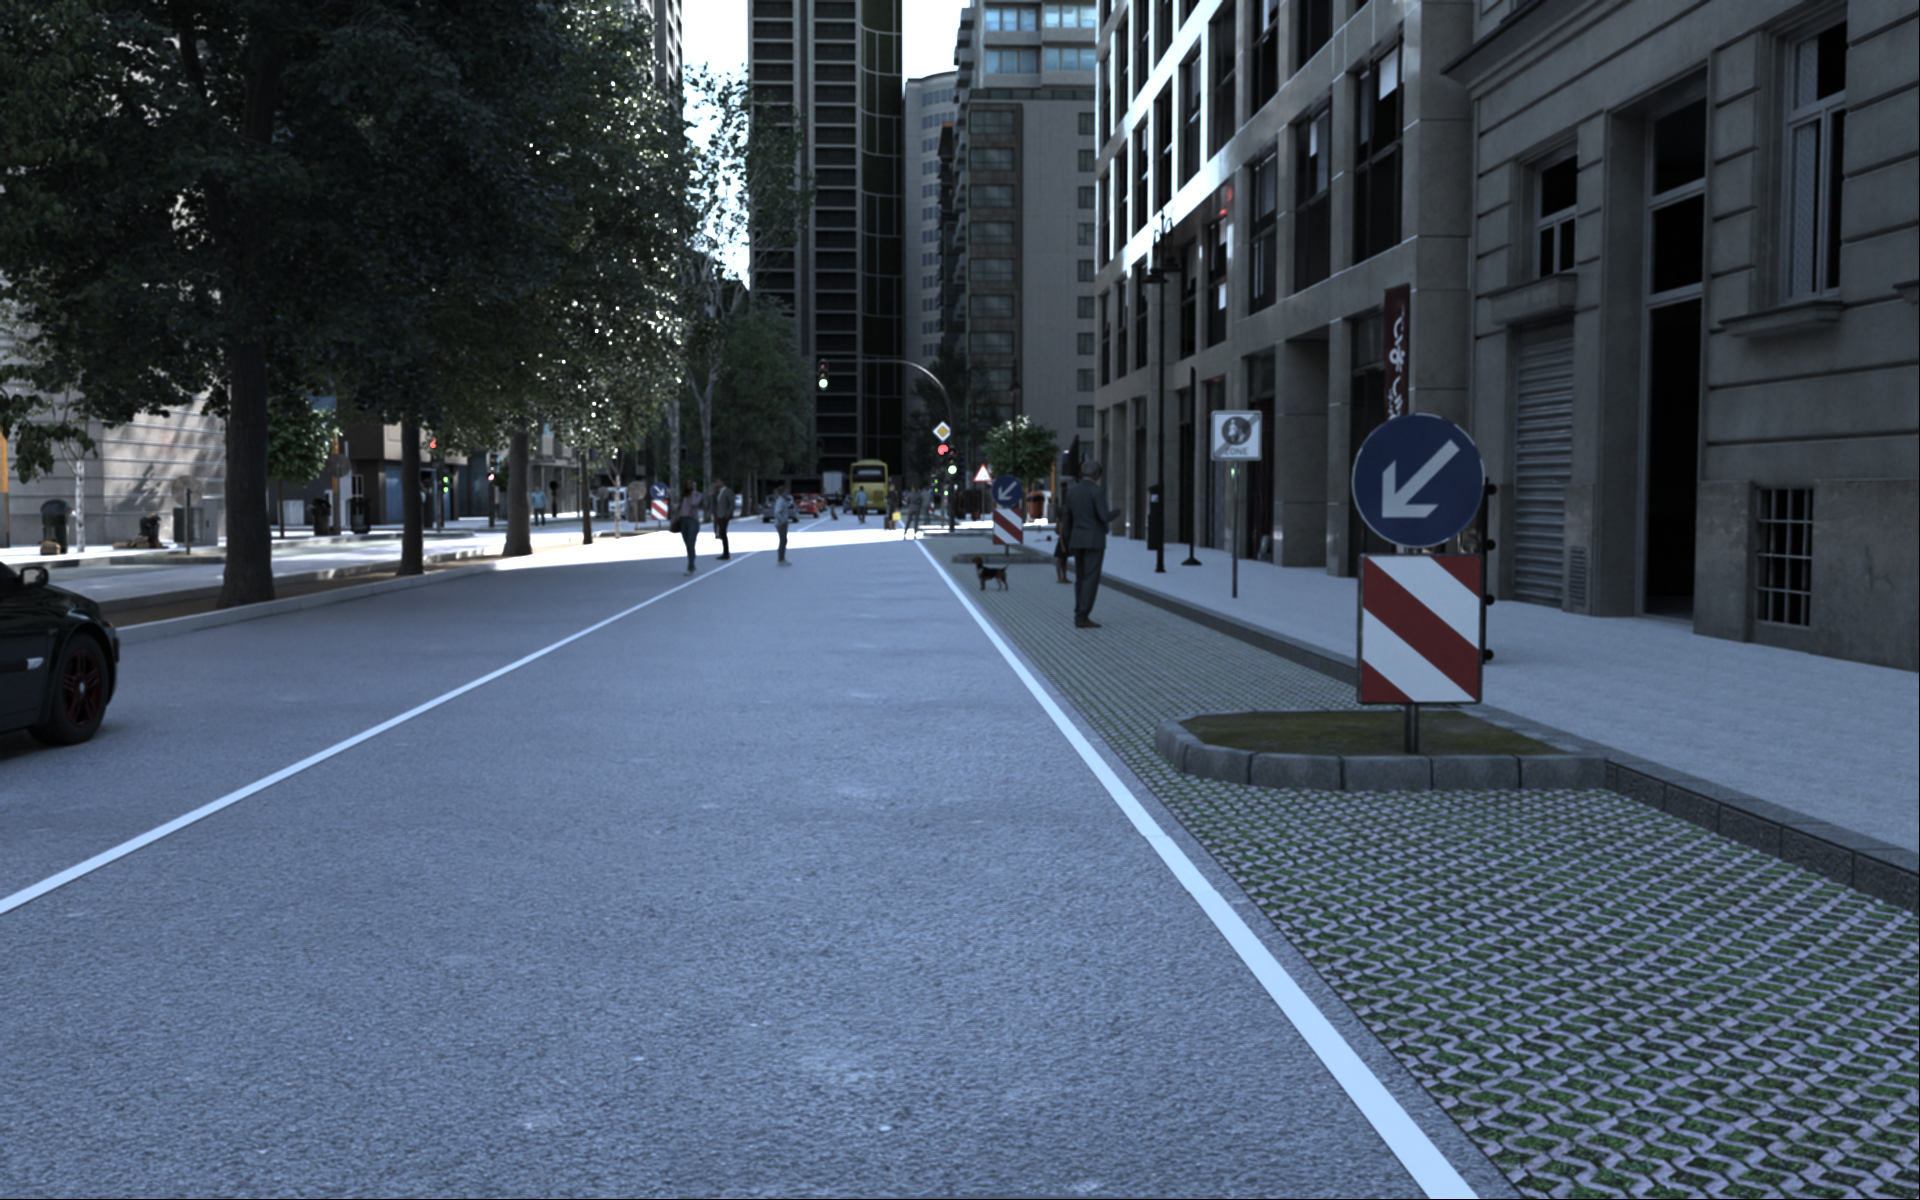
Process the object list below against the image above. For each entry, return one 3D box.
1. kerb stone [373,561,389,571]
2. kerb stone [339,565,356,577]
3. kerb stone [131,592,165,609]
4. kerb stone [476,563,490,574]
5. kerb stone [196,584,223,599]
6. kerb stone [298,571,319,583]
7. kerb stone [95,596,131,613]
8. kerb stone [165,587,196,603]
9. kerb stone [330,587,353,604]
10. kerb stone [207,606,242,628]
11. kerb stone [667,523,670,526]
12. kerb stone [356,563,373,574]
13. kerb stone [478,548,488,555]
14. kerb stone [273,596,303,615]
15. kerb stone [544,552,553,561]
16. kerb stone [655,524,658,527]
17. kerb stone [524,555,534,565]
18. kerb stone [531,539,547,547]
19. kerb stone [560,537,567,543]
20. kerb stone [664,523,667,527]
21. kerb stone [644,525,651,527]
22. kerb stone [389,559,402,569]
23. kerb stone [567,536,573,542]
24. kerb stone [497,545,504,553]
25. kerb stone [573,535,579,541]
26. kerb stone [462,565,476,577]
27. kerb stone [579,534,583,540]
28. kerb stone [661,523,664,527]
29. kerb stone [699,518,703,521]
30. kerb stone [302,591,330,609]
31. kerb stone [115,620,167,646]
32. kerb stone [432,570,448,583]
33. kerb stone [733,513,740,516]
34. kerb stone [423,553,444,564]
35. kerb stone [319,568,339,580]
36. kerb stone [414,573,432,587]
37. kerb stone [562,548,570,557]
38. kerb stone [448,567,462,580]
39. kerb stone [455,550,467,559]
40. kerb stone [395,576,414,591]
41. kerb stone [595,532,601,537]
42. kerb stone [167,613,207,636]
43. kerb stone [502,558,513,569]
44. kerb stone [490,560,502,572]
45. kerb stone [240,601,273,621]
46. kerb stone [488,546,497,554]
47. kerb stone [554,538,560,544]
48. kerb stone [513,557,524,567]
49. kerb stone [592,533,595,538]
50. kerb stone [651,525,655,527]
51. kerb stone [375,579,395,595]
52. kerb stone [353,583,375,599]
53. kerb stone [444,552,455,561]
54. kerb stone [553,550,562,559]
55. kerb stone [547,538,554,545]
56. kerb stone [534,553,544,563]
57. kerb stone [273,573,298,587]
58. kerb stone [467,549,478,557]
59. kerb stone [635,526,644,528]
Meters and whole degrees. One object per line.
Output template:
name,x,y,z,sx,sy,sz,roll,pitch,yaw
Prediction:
kerb stone,-10.856,-0.610,32.169,0.120,0.150,1.000,0,4,-3
kerb stone,-10.761,-0.485,30.125,0.120,0.150,1.000,0,4,-3
kerb stone,-10.364,0.018,21.927,0.120,0.150,1.000,0,4,-3
kerb stone,-8.703,-0.553,31.231,0.120,0.150,1.000,0,4,-3
kerb stone,-10.458,-0.109,23.974,0.120,0.150,1.000,0,4,-3
kerb stone,-10.660,-0.359,28.069,0.120,0.150,1.000,0,4,-3
kerb stone,-10.319,0.079,20.902,0.120,0.150,1.000,0,4,-3
kerb stone,-10.416,-0.046,22.953,0.120,0.150,1.000,0,4,-3
kerb stone,-8.311,-0.050,23.015,0.120,0.150,1.000,0,4,-3
kerb stone,-8.114,0.204,18.917,0.120,0.150,1.000,0,4,-3
kerb stone,-12.915,-3.273,75.706,0.120,0.150,1.000,0,4,-3
kerb stone,-10.815,-0.547,31.145,0.120,0.150,1.000,0,4,-3
kerb stone,-11.232,-1.102,40.358,0.120,0.150,1.000,0,4,-3
kerb stone,-8.215,0.075,20.965,0.120,0.150,1.000,0,4,-3
kerb stone,-8.999,-0.925,37.372,0.120,0.150,1.000,0,4,-3
kerb stone,-12.713,-3.021,71.596,0.120,0.150,1.000,0,4,-3
kerb stone,-8.898,-0.797,35.327,0.120,0.150,1.000,0,4,-3
kerb stone,-11.576,-1.548,47.540,0.120,0.150,1.000,0,4,-3
kerb stone,-11.728,-1.736,50.629,0.120,0.150,1.000,0,4,-3
kerb stone,-12.869,-3.205,74.681,0.120,0.150,1.000,0,4,-3
kerb stone,-12.618,-2.897,69.554,0.120,0.150,1.000,0,4,-3
kerb stone,-10.908,-0.673,33.192,0.120,0.150,1.000,0,4,-3
kerb stone,-11.780,-1.801,51.649,0.120,0.150,1.000,0,4,-3
kerb stone,-11.331,-1.236,42.401,0.120,0.150,1.000,0,4,-3
kerb stone,-11.817,-1.864,52.671,0.120,0.150,1.000,0,4,-3
kerb stone,-8.660,-0.489,30.199,0.120,0.150,1.000,0,4,-3
kerb stone,-11.864,-1.927,53.701,0.120,0.150,1.000,0,4,-3
kerb stone,-12.819,-3.147,73.642,0.120,0.150,1.000,0,4,-3
kerb stone,-13.690,-4.274,92.072,0.120,0.150,1.000,0,4,-3
kerb stone,-8.259,0.012,21.993,0.120,0.150,1.000,0,4,-3
kerb stone,-8.015,0.326,16.870,0.120,0.150,1.000,0,4,-3
kerb stone,-8.551,-0.364,28.156,0.120,0.150,1.000,0,4,-3
kerb stone,-14.716,-5.590,113.589,0.120,0.150,1.000,0,4,-3
kerb stone,-11.039,-0.860,36.262,0.120,0.150,1.000,0,4,-3
kerb stone,-10.699,-0.422,29.101,0.120,0.150,1.000,0,4,-3
kerb stone,-8.503,-0.301,27.122,0.120,0.150,1.000,0,4,-3
kerb stone,-9.092,-1.051,39.424,0.120,0.150,1.000,0,4,-3
kerb stone,-8.609,-0.424,29.178,0.120,0.150,1.000,0,4,-3
kerb stone,-11.134,-0.985,38.308,0.120,0.150,1.000,0,4,-3
kerb stone,-8.460,-0.239,26.101,0.120,0.150,1.000,0,4,-3
kerb stone,-12.071,-2.177,57.783,0.120,0.150,1.000,0,4,-3
kerb stone,-8.064,0.266,17.896,0.120,0.150,1.000,0,4,-3
kerb stone,-8.799,-0.678,33.280,0.120,0.150,1.000,0,4,-3
kerb stone,-8.750,-0.614,32.252,0.120,0.150,1.000,0,4,-3
kerb stone,-8.172,0.138,19.944,0.120,0.150,1.000,0,4,-3
kerb stone,-11.286,-1.171,41.379,0.120,0.150,1.000,0,4,-3
kerb stone,-11.672,-1.676,49.601,0.120,0.150,1.000,0,4,-3
kerb stone,-8.851,-0.740,34.300,0.120,0.150,1.000,0,4,-3
kerb stone,-11.968,-2.049,55.742,0.120,0.150,1.000,0,4,-3
kerb stone,-12.669,-2.959,70.575,0.120,0.150,1.000,0,4,-3
kerb stone,-8.415,-0.176,25.071,0.120,0.150,1.000,0,4,-3
kerb stone,-8.366,-0.113,24.038,0.120,0.150,1.000,0,4,-3
kerb stone,-11.100,-0.923,37.283,0.120,0.150,1.000,0,4,-3
kerb stone,-9.039,-0.986,38.394,0.120,0.150,1.000,0,4,-3
kerb stone,-11.625,-1.613,48.573,0.120,0.150,1.000,0,4,-3
kerb stone,-8.948,-0.862,36.347,0.120,0.150,1.000,0,4,-3
kerb stone,-10.613,-0.296,27.042,0.120,0.150,1.000,0,4,-3
kerb stone,-11.188,-1.048,39.330,0.120,0.150,1.000,0,4,-3
kerb stone,-12.525,-2.771,67.499,0.120,0.150,1.000,0,4,-3
